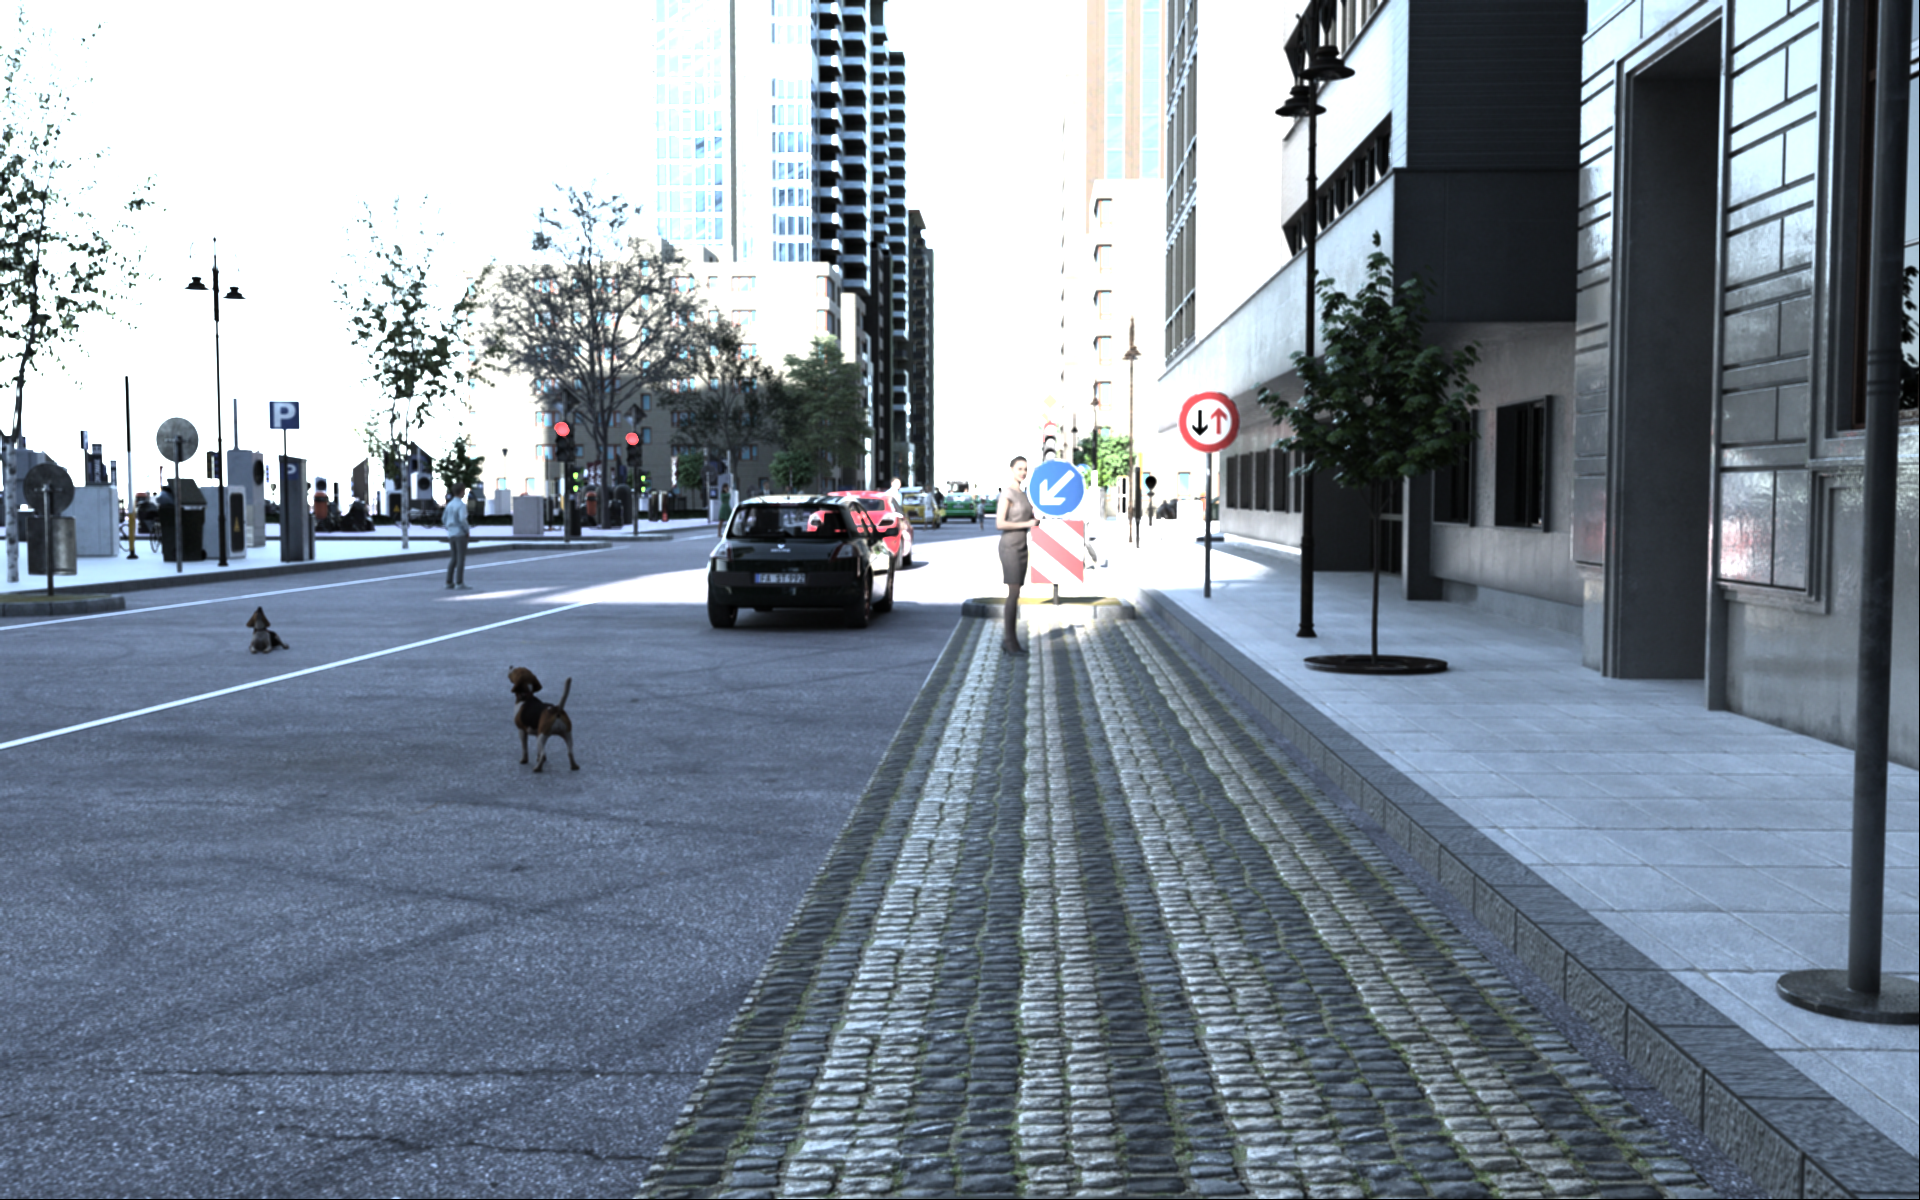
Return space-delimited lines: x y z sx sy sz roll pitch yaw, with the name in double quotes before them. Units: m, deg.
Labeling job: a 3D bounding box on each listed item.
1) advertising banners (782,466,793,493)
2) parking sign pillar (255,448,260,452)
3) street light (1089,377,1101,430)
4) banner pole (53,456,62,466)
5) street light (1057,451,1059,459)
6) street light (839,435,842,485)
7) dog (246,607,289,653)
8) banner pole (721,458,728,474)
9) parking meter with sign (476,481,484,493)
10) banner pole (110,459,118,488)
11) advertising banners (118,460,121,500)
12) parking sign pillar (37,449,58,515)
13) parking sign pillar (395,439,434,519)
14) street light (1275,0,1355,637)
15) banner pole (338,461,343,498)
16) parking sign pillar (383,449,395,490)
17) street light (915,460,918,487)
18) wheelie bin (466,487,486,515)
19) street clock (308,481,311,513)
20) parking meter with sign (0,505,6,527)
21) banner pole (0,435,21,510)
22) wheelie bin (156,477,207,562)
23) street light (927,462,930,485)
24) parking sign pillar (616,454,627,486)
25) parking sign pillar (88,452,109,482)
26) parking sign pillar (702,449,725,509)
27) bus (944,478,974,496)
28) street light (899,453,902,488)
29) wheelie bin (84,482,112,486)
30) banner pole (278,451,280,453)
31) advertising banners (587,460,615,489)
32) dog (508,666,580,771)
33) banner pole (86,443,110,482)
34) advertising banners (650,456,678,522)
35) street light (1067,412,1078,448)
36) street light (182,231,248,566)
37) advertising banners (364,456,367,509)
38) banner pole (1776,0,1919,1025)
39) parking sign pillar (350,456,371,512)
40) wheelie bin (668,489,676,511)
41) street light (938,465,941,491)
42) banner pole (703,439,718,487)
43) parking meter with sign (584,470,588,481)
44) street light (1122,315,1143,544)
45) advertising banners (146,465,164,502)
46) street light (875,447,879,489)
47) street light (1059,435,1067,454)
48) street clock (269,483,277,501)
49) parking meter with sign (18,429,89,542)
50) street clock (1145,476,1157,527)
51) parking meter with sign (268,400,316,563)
"advertising banners" -10.808 -6.867 108.461 0.090 3.025 2.074 1 4 13
"parking sign pillar" -41.602 -6.906 101.377 1.447 3.967 1.447 -1 4 -20
"street light" 5.300 -5.837 68.223 0.468 5.910 1.993 0 4 2
"banner pole" -59.706 -7.621 114.612 0.863 3.779 0.401 1 4 22
"street light" 8.429 -10.506 144.563 0.468 5.910 1.993 0 4 2
"street light" -9.027 -9.686 131.156 0.468 5.910 1.993 0 4 2
"dog" -6.332 0.260 15.948 0.550 0.427 0.748 2 4 29
"banner pole" -14.428 -7.033 105.009 0.863 3.779 0.401 0 4 7
"parking meter with sign" -28.456 -6.482 102.247 0.543 3.016 1.738 -3 5 -41
"banner pole" -53.836 -7.329 109.846 0.863 3.779 0.401 -3 4 -39
"advertising banners" -42.402 -5.567 87.207 0.090 3.025 2.074 -1 4 -17
"parking sign pillar" -54.660 -7.056 103.837 1.447 3.967 1.447 2 4 26
"parking sign pillar" -26.539 -5.911 85.110 1.447 3.967 1.447 1 4 23
"street light" 3.116 -2.606 15.396 0.468 5.910 1.993 0 4 2
"banner pole" -46.289 -8.530 129.484 0.863 3.779 0.401 3 5 44
"parking sign pillar" -33.853 -7.049 103.718 1.447 3.967 1.447 2 4 33
"street light" -5.514 -14.726 213.557 0.468 5.910 1.993 0 4 2
"wheelie bin" -22.235 -4.377 79.480 0.693 1.594 0.980 2 4 30
"street clock" -37.447 -5.799 99.381 0.358 2.002 0.471 3 4 38
"parking meter with sign" -37.918 -4.353 67.427 0.543 3.016 1.738 1 4 9
"banner pole" -35.175 -4.543 64.296 0.863 3.779 0.401 0 4 -5
"wheelie bin" -14.869 -1.536 33.022 0.693 1.594 0.980 2 4 25
"street light" -4.434 -16.521 242.903 0.468 5.910 1.993 0 4 2
"parking sign pillar" -22.786 -7.843 116.711 1.447 3.967 1.447 0 4 2
"parking sign pillar" -52.897 -7.200 106.184 1.447 3.967 1.447 2 4 31
"parking sign pillar" -14.540 -6.965 102.343 1.447 3.967 1.447 0 4 8
"bus" -0.020 -12.057 191.984 2.948 3.499 13.247 0 4 3
"street light" -6.542 -13.362 191.260 0.468 5.910 1.993 0 4 2
"wheelie bin" -22.972 -2.338 46.136 0.980 1.594 0.693 -2 4 -27
"banner pole" -39.337 -6.772 100.745 0.863 3.779 0.401 -2 4 -31
"advertising banners" -19.562 -6.075 95.510 2.074 3.025 0.090 0 4 6
"dog" -2.203 0.623 9.098 0.540 0.507 0.406 1 4 13
"banner pole" -37.234 -5.164 74.447 0.863 3.779 0.401 -3 4 -38
"advertising banners" -13.683 -5.138 80.198 2.074 3.025 0.090 3 5 42
"street light" 6.479 -7.668 98.165 0.468 5.910 1.993 0 4 2
"street light" -13.135 -3.542 30.694 0.468 5.910 1.993 0 4 2
"advertising banners" -27.277 -5.093 79.454 0.090 3.025 2.074 -1 4 -16
"banner pole" 2.511 -0.874 4.311 0.863 3.779 0.401 -1 4 -12
"parking sign pillar" -42.444 -8.195 122.457 1.447 3.967 1.447 3 4 38
"wheelie bin" -18.511 -6.298 110.878 0.693 1.594 0.980 -1 4 -11
"street light" -3.189 -18.315 272.242 0.468 5.910 1.993 0 4 2
"banner pole" -11.453 -5.406 78.405 0.401 3.779 0.863 1 4 13
"parking meter with sign" -25.961 -7.800 123.789 1.738 3.016 0.543 -3 5 -43
"street light" 4.423 -4.401 44.739 0.468 5.910 1.993 0 4 2
"advertising banners" -48.132 -6.563 103.492 0.090 3.025 2.074 1 4 9
"street light" -7.732 -11.548 161.592 0.468 5.910 1.993 0 4 2
"street light" 7.730 -9.465 127.543 0.468 5.910 1.993 0 4 2
"street clock" -43.629 -6.452 110.068 0.471 2.002 0.358 2 4 25
"parking meter with sign" -24.490 -3.088 46.750 1.738 3.016 0.543 -1 4 -11
"street clock" 7.462 -3.865 67.765 0.471 2.002 0.358 0 4 7
"parking meter with sign" -12.725 -2.255 33.130 0.543 3.016 1.738 -1 4 -10
